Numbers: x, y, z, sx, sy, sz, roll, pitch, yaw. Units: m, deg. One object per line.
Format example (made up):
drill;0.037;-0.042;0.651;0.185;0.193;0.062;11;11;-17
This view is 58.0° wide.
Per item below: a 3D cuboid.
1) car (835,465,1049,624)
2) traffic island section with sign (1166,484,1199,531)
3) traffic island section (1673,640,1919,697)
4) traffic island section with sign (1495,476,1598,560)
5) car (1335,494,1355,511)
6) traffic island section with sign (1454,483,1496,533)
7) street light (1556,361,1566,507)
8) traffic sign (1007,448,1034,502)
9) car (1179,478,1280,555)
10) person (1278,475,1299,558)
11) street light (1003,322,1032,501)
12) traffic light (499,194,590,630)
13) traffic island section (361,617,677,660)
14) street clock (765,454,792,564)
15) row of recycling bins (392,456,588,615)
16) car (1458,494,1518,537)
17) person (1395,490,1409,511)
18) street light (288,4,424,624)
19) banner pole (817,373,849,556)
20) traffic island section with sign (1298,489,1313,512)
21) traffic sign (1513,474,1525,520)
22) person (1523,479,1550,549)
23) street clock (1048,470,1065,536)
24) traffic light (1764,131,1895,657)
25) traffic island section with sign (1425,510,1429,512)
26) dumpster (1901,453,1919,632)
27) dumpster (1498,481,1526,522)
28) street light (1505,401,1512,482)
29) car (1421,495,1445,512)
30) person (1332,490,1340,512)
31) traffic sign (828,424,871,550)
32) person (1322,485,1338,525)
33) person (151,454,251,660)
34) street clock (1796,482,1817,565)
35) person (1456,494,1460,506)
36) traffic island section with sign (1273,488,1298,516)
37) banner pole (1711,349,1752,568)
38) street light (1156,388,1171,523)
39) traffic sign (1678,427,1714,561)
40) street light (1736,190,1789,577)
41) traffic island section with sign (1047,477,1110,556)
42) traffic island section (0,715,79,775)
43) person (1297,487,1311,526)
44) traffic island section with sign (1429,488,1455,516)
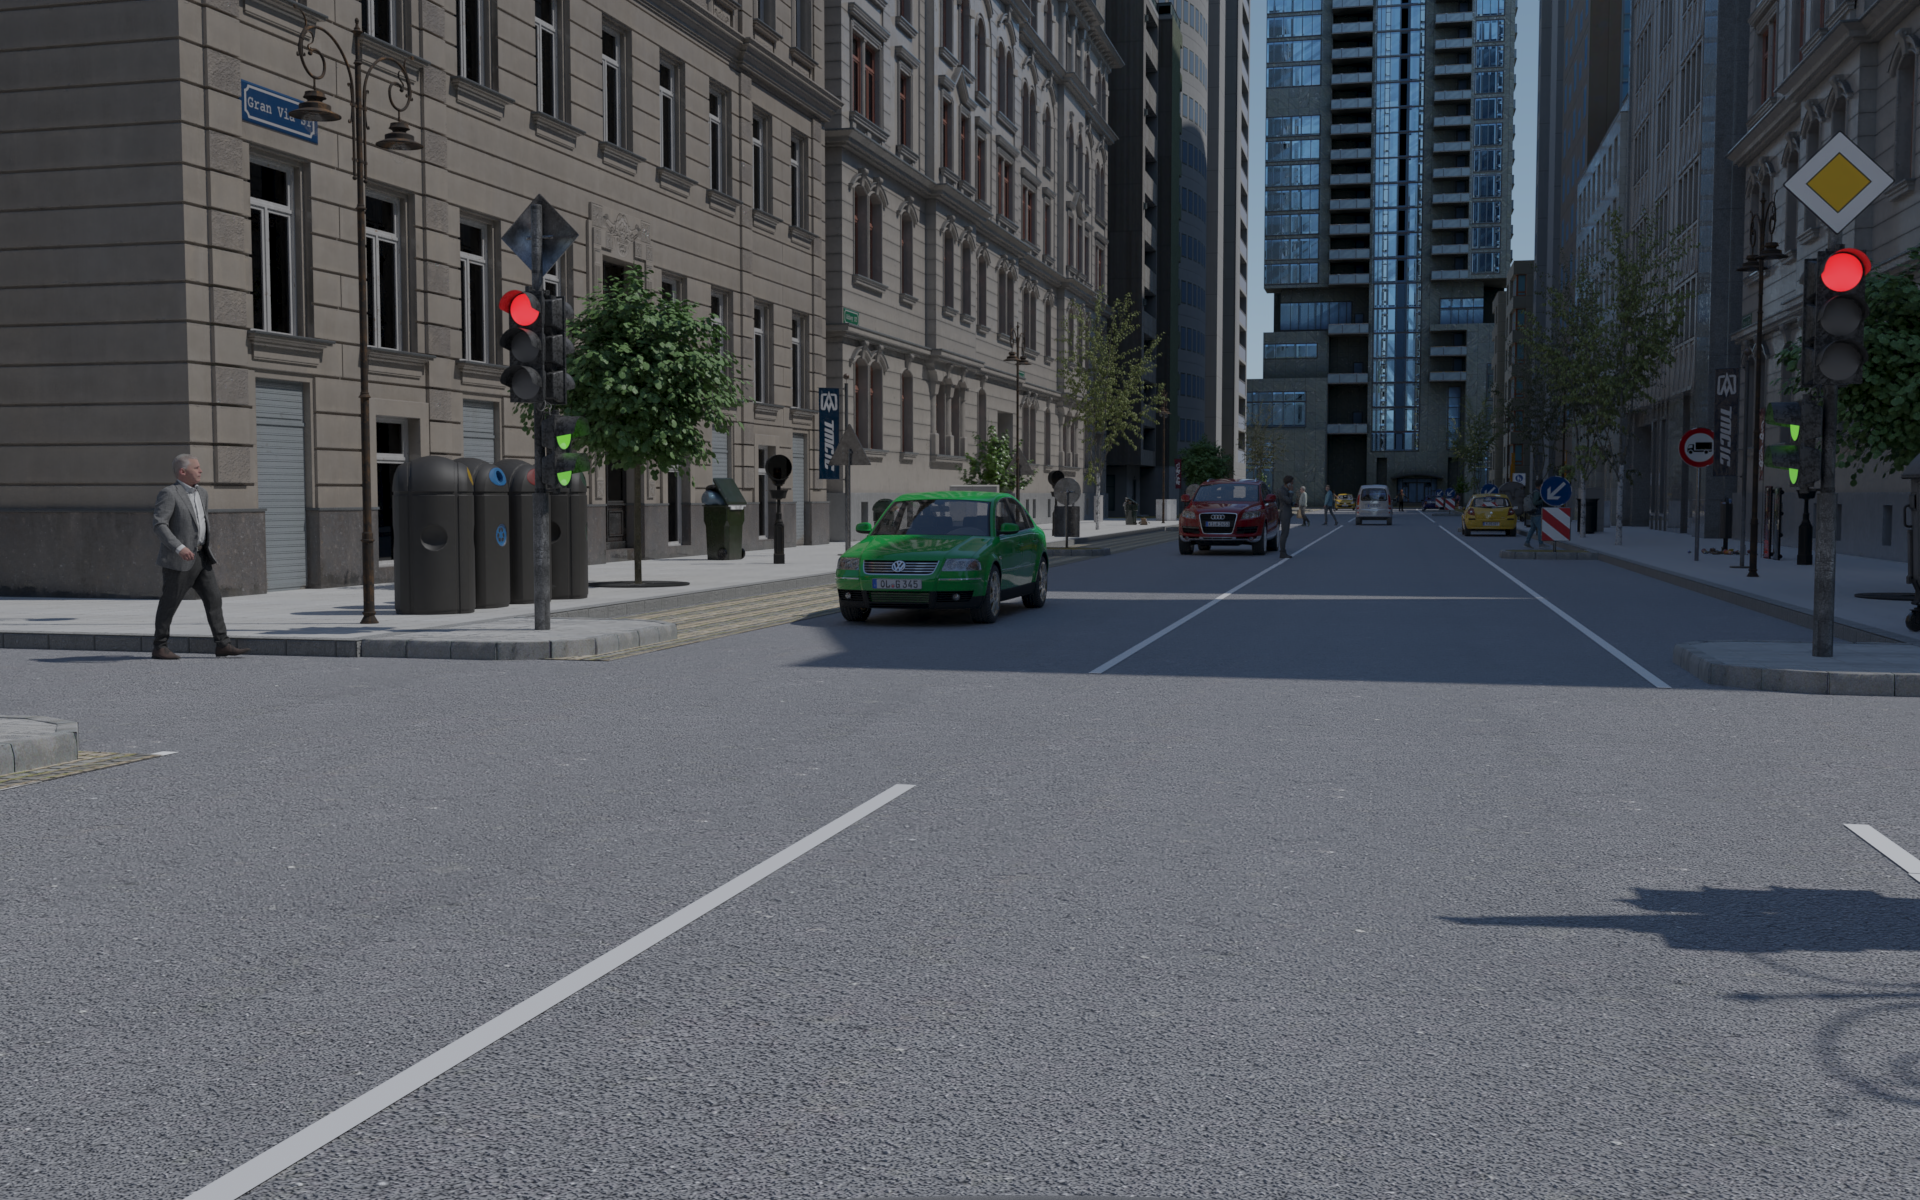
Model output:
car;-0.121;-0.729;20.708;1.959;1.807;4.718;1;4;14
traffic island section with sign;9.048;-3.557;66.781;1.989;1.847;2.006;1;4;14
traffic island section;6.837;0.526;13.685;2.009;0.180;2.903;1;4;14
traffic island section with sign;13.154;-1.844;38.771;1.989;1.847;2.006;1;4;14
car;33.470;-8.579;150.484;2.015;1.641;3.980;1;4;13
traffic island section with sign;19.888;-3.481;65.537;1.989;1.847;2.006;1;4;14
street light;19.447;-5.076;55.781;0.468;5.910;1.993;1;4;14
traffic sign;1.644;-2.963;48.451;0.884;2.594;0.081;1;4;18
car;6.645;-2.063;42.405;2.281;1.827;5.304;1;4;16
person;7.341;-1.860;38.714;0.447;1.846;0.655;1;4;12
street light;1.549;-4.515;46.601;0.468;5.910;1.993;1;4;14
traffic light;-3.932;-1.672;16.252;0.839;4.253;0.868;1;4;14
traffic island section;-3.968;0.360;16.396;2.009;0.180;2.903;1;4;14
street clock;-3.322;-1.662;31.747;0.471;2.002;0.358;-1;4;-14
row of recycling bins;-5.388;-0.788;19.994;1.069;1.692;3.534;1;4;14
car;18.266;-3.035;59.847;2.015;1.641;3.980;1;4;14
person;36.649;-8.266;143.794;1.348;1.807;0.705;-1;4;-16
street light;-5.854;-2.703;16.986;0.468;5.910;1.993;1;4;14
banner pole;-2.564;-2.809;35.946;0.863;3.779;0.401;-2;4;-28
traffic island section with sign;27.813;-8.124;141.456;1.989;1.847;2.006;1;4;14
traffic sign;27.480;-5.079;85.173;0.606;2.300;0.079;1;4;15
person;15.014;-2.234;45.017;0.713;1.824;0.794;2;4;30
street clock;2.929;-2.950;52.800;0.471;2.002;0.358;-2;4;-26
traffic light;6.801;-1.508;13.580;0.839;4.253;0.868;1;4;14
traffic island section with sign;38.416;-7.987;139.221;1.989;1.847;2.006;1;4;14
dumpster;9.228;-0.582;15.282;1.264;1.857;1.865;1;4;14
dumpster;25.616;-4.564;80.388;1.264;1.857;1.865;1;4;14
street light;26.836;-6.853;84.834;0.468;5.910;1.993;1;4;14
car;38.987;-7.957;142.669;1.945;1.354;3.894;1;4;13
person;30.395;-8.049;140.822;0.721;1.735;1.217;-3;4;-38
traffic sign;-2.056;-1.962;32.081;0.884;2.594;0.081;2;4;24
person;16.903;-4.333;79.204;0.748;1.841;0.638;3;5;40
person;-6.624;-0.374;15.010;0.834;1.777;0.661;0;4;6
street clock;15.289;-1.634;31.290;0.358;2.002;0.471;-2;4;-29
person;47.649;-9.421;165.758;0.421;1.427;0.697;1;4;18
traffic island section with sign;21.245;-6.525;115.310;1.989;1.847;2.006;1;4;14
banner pole;13.450;-2.454;30.133;0.401;3.779;0.863;-2;4;-30
street light;8.914;-6.299;75.775;0.468;5.910;1.993;1;4;14
traffic sign;14.143;-2.023;33.178;0.768;2.556;0.104;1;4;14
street light;12.290;-3.295;26.669;0.468;5.910;1.993;1;4;14
traffic island section with sign;2.477;-1.958;40.636;1.989;1.847;2.006;1;4;14
traffic island section;-5.915;0.834;8.651;2.009;0.180;2.903;1;4;14
person;15.272;-4.156;76.944;0.515;1.767;0.782;0;4;-2
traffic island section with sign;31.692;-6.352;112.490;1.989;1.847;2.006;1;4;14
